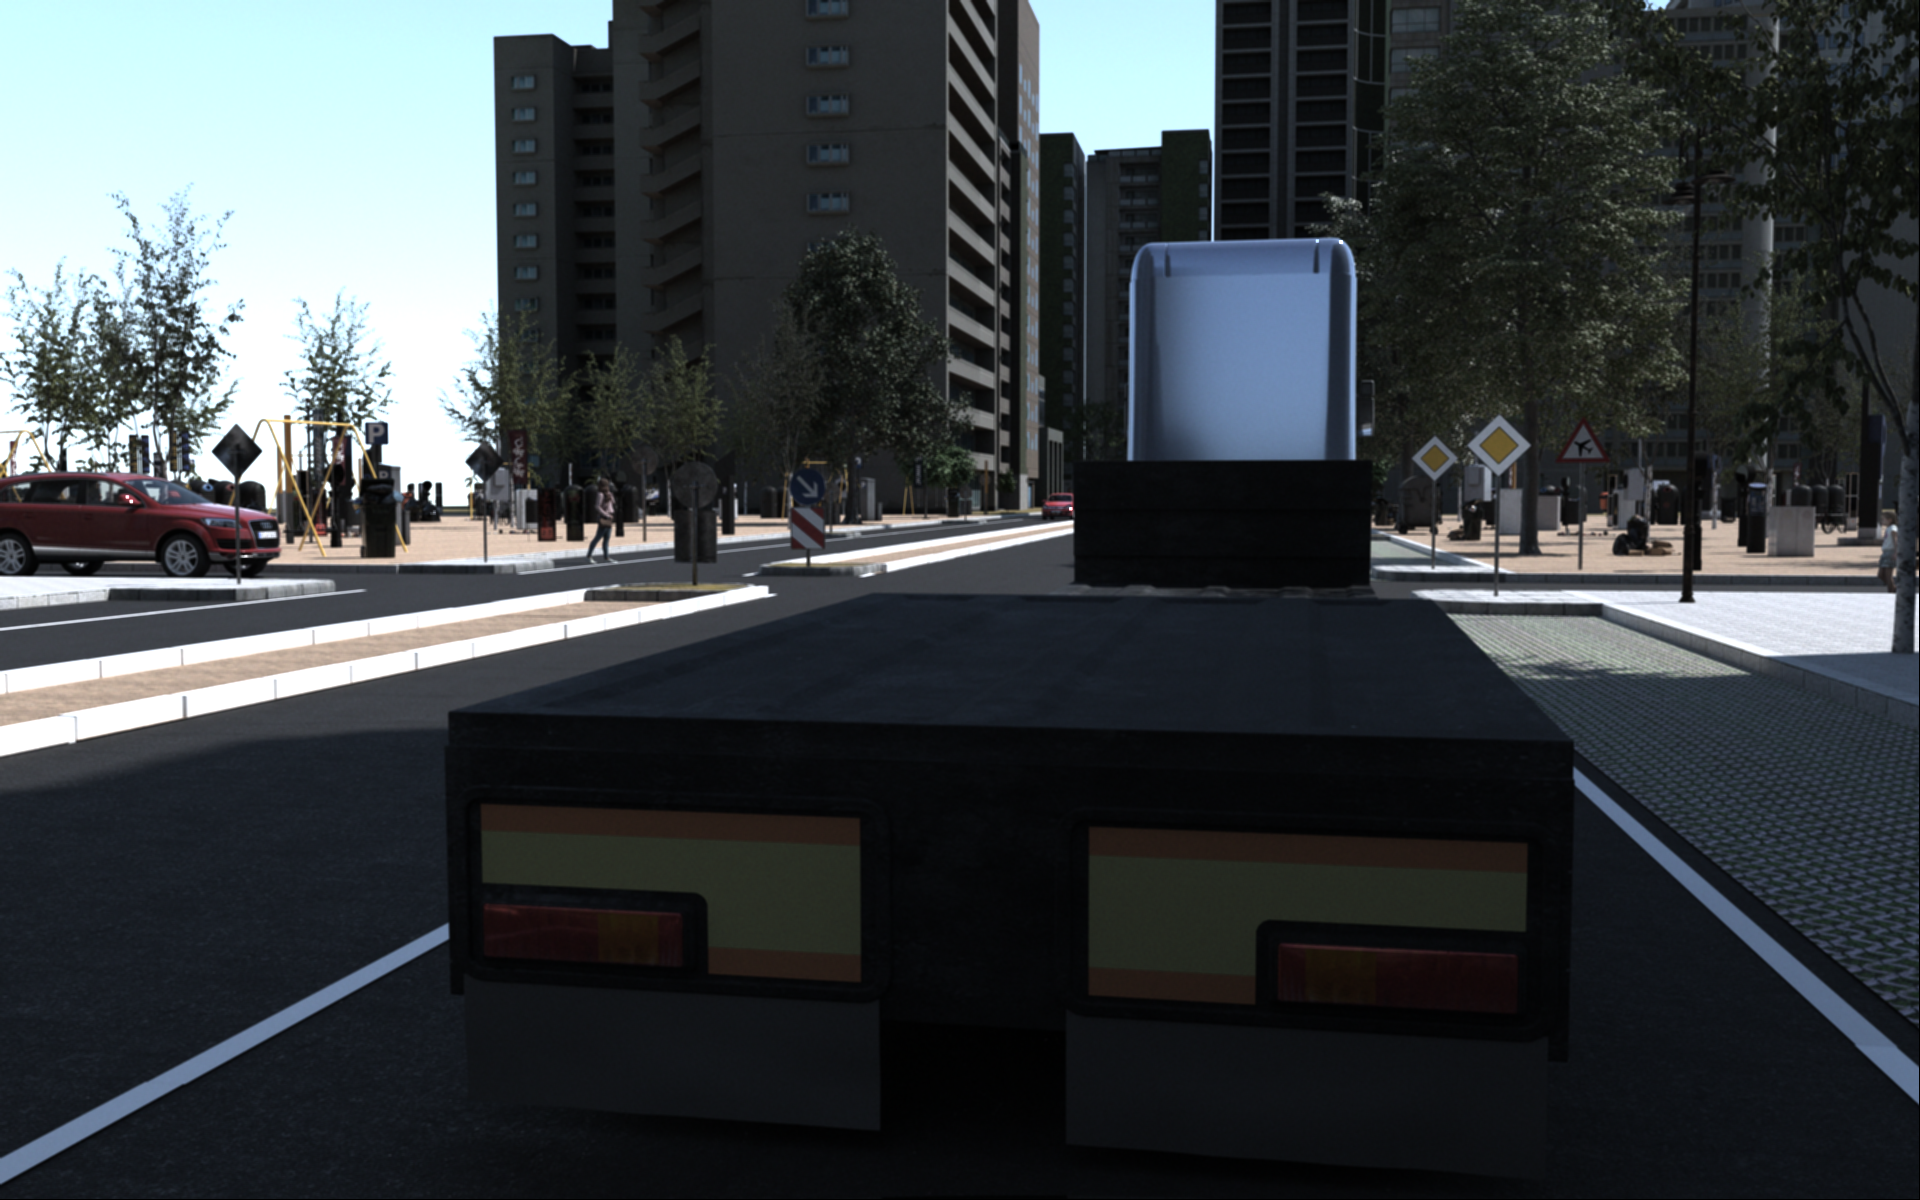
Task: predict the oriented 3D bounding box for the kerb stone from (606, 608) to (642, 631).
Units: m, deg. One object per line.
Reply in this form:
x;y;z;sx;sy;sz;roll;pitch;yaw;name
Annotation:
-3.683;0.219;18.613;0.120;0.150;1.000;1;4;10;kerb stone

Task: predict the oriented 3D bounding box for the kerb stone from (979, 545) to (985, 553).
0.424;-1.236;42.400;0.120;0.150;1.000;1;4;10;kerb stone

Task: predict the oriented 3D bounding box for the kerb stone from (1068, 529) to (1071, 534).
3.736;-2.410;61.603;0.120;0.150;1.000;1;4;10;kerb stone

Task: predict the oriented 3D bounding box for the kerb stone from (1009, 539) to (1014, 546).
1.294;-1.544;47.442;0.120;0.150;1.000;1;4;10;kerb stone

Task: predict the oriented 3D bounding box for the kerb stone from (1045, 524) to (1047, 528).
3.409;-3.047;72.038;0.120;0.150;1.000;1;4;10;kerb stone

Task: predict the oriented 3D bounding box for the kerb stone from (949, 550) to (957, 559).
-0.269;-0.988;38.347;0.120;0.150;1.000;1;4;10;kerb stone

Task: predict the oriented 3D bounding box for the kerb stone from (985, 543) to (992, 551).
0.597;-1.292;43.407;0.120;0.150;1.000;1;4;10;kerb stone

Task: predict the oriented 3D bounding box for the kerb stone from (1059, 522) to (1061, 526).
4.286;-3.358;77.093;0.120;0.150;1.000;1;4;10;kerb stone

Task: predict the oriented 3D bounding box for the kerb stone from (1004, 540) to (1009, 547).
1.120;-1.482;46.433;0.120;0.150;1.000;1;4;10;kerb stone

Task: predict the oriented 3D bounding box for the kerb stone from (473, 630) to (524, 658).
-4.208;0.408;15.577;0.120;0.150;1.000;1;4;10;kerb stone

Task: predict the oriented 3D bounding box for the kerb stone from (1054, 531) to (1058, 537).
3.040;-2.163;57.560;0.120;0.150;1.000;1;4;10;kerb stone

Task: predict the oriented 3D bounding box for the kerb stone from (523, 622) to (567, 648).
-4.043;0.343;16.586;0.120;0.150;1.000;1;4;10;kerb stone

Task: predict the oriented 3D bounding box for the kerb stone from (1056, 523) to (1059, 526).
4.109;-3.296;76.080;0.120;0.150;1.000;1;4;10;kerb stone

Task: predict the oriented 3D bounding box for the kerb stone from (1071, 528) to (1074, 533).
3.917;-2.473;62.626;0.120;0.150;1.000;1;4;10;kerb stone

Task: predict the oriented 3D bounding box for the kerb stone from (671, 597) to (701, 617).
-3.334;0.096;20.631;0.120;0.150;1.000;1;4;10;kerb stone

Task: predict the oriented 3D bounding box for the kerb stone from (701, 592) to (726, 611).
-3.162;0.034;21.638;0.120;0.150;1.000;1;4;10;kerb stone

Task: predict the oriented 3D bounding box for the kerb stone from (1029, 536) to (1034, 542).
1.991;-1.789;51.495;0.120;0.150;1.000;1;4;10;kerb stone

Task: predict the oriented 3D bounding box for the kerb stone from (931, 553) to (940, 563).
-0.620;-0.864;36.328;0.120;0.150;1.000;1;4;10;kerb stone

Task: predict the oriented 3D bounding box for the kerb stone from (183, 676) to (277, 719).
-4.901;0.652;11.539;0.120;0.150;1.000;1;4;10;kerb stone

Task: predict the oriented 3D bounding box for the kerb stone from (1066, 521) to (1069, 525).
4.814;-3.541;80.136;0.120;0.150;1.000;1;4;10;kerb stone

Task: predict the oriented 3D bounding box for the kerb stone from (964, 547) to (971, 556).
0.068;-1.107;40.375;0.120;0.150;1.000;1;4;10;kerb stone

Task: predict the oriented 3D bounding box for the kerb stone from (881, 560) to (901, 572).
-1.315;-0.617;32.287;0.120;0.150;1.000;1;4;10;kerb stone

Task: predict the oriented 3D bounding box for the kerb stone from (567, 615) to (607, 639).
-3.855;0.281;17.599;0.120;0.150;1.000;1;4;10;kerb stone

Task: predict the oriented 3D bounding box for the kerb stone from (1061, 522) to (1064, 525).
4.454;-3.412;78.107;0.120;0.150;1.000;1;4;10;kerb stone

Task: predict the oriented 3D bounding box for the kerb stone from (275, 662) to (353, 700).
-4.731;0.590;12.550;0.120;0.150;1.000;1;4;10;kerb stone

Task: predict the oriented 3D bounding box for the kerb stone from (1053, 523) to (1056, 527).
3.932;-3.234;75.073;0.120;0.150;1.000;1;4;10;kerb stone

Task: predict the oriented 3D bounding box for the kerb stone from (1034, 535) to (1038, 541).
2.173;-1.854;52.506;0.120;0.150;1.000;1;4;10;kerb stone

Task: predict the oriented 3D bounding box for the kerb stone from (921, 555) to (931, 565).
-0.802;-0.803;35.322;0.120;0.150;1.000;1;4;10;kerb stone

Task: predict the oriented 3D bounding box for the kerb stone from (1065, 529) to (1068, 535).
3.570;-2.340;60.595;0.120;0.150;1.000;1;4;10;kerb stone

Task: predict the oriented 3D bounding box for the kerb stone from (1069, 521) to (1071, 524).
4.991;-3.606;81.149;0.120;0.150;1.000;1;4;10;kerb stone

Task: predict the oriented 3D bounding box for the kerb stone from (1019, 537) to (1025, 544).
1.648;-1.668;49.467;0.120;0.150;1.000;1;4;10;kerb stone

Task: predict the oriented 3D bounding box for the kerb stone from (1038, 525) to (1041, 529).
3.057;-2.924;70.023;0.120;0.150;1.000;1;4;10;kerb stone

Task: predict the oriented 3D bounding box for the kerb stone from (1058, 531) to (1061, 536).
3.222;-2.223;58.580;0.120;0.150;1.000;1;4;10;kerb stone

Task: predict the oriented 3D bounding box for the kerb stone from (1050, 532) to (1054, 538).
2.865;-2.101;56.542;0.120;0.150;1.000;1;4;10;kerb stone

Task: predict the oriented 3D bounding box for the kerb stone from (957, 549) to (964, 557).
-0.107;-1.050;39.365;0.120;0.150;1.000;1;4;10;kerb stone

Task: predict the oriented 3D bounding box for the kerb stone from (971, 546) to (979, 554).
0.254;-1.174;41.390;0.120;0.150;1.000;1;4;10;kerb stone

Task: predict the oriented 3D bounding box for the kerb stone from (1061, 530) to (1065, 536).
3.400;-2.287;59.586;0.120;0.150;1.000;1;4;10;kerb stone

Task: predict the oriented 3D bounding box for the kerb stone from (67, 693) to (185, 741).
-5.089;0.713;10.534;0.120;0.150;1.000;1;4;10;kerb stone

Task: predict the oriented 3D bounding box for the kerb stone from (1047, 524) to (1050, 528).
3.580;-3.103;73.046;0.120;0.150;1.000;1;4;10;kerb stone

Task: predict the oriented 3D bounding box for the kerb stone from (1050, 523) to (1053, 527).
3.761;-3.167;74.061;0.120;0.150;1.000;1;4;10;kerb stone

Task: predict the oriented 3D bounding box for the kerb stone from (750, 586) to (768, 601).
-2.817;-0.088;23.659;0.120;0.150;1.000;1;4;10;kerb stone

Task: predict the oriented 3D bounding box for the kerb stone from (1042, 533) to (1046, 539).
2.519;-1.976;54.527;0.120;0.150;1.000;1;4;10;kerb stone

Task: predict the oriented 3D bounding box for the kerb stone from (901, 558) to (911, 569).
-1.144;-0.676;33.295;0.120;0.150;1.000;1;4;10;kerb stone

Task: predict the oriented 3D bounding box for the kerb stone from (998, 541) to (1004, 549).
0.951;-1.419;45.424;0.120;0.150;1.000;1;4;10;kerb stone

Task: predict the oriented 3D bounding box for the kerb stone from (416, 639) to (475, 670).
-4.380;0.466;14.569;0.120;0.150;1.000;1;4;10;kerb stone

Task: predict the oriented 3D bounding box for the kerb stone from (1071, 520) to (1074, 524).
5.153;-3.667;82.158;0.120;0.150;1.000;1;4;10;kerb stone

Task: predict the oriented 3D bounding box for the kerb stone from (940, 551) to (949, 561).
-0.441;-0.918;37.339;0.120;0.150;1.000;1;4;10;kerb stone

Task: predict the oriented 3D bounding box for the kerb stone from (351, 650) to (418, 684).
-4.560;0.532;13.557;0.120;0.150;1.000;1;4;10;kerb stone

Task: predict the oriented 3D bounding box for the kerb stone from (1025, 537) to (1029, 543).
1.819;-1.730;50.488;0.120;0.150;1.000;1;4;10;kerb stone

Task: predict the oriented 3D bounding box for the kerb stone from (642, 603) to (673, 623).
-3.508;0.158;19.624;0.120;0.150;1.000;1;4;10;kerb stone

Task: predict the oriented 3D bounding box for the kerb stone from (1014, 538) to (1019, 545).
1.462;-1.606;48.451;0.120;0.150;1.000;1;4;10;kerb stone

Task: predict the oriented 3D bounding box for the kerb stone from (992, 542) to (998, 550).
0.782;-1.359;44.416;0.120;0.150;1.000;1;4;10;kerb stone

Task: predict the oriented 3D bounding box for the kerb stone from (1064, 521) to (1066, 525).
4.635;-3.481;79.112;0.120;0.150;1.000;1;4;10;kerb stone

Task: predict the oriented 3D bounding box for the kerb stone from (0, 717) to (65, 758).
-5.250;0.781;9.515;0.120;0.150;1.000;1;4;10;kerb stone

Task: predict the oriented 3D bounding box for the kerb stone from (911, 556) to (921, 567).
-0.972;-0.741;34.314;0.120;0.150;1.000;1;4;10;kerb stone

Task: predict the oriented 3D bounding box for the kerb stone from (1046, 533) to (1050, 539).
2.698;-2.039;55.533;0.120;0.150;1.000;1;4;10;kerb stone

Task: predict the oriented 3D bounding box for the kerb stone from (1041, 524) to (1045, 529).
3.243;-2.987;71.028;0.120;0.150;1.000;1;4;10;kerb stone

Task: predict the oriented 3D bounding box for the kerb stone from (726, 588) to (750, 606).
-2.985;-0.028;22.651;0.120;0.150;1.000;1;4;10;kerb stone

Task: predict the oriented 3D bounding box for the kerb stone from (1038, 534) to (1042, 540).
2.347;-1.913;53.519;0.120;0.150;1.000;1;4;10;kerb stone
